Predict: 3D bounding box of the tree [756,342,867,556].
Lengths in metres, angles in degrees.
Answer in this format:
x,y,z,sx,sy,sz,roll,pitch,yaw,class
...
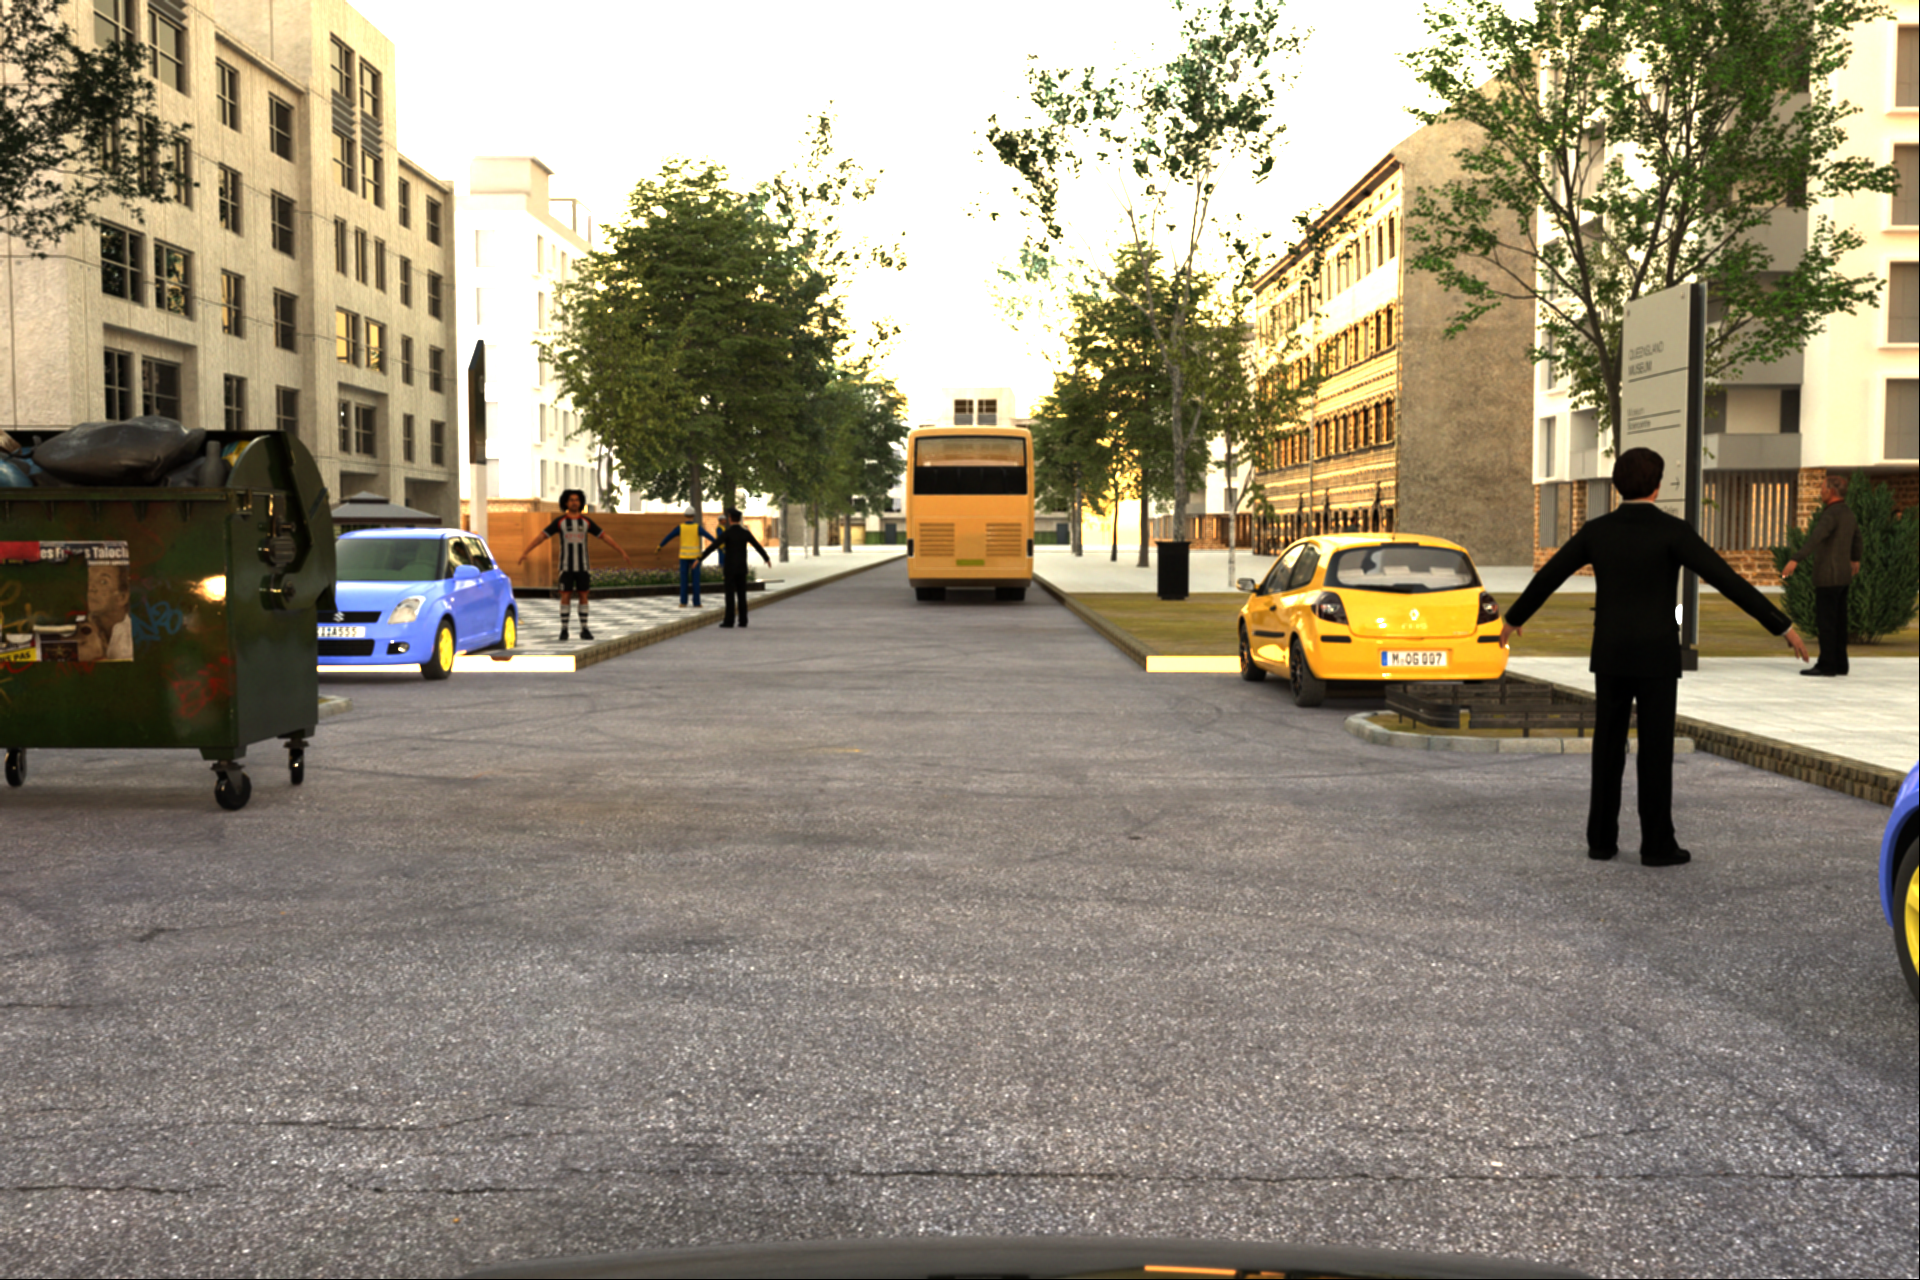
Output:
x,y,z,sx,sy,sz,roll,pitch,yaw,class
-8.852,-11.237,101.859,7.486,12.596,7.792,0,3,0,tree

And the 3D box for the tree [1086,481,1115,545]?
x,y,z,sx,sy,sz,roll,pitch,yaw,class
17.662,-15.888,210.124,4.360,8.622,3.978,0,3,0,tree

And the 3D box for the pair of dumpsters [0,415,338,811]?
x,y,z,sx,sy,sz,roll,pitch,yaw,class
-5.802,-0.268,9.325,4.436,2.255,1.574,0,4,0,pair of dumpsters

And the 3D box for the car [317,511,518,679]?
x,y,z,sx,sy,sz,roll,pitch,yaw,class
-5.891,-0.526,18.190,1.945,1.707,3.694,0,4,0,car

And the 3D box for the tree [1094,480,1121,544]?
x,y,z,sx,sy,sz,roll,pitch,yaw,class
18.792,-16.144,214.315,4.360,8.622,3.978,0,3,0,tree

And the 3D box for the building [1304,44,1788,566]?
x,y,z,sx,sy,sz,roll,pitch,yaw,class
26.715,-15.061,77.169,19.493,23.208,18.063,0,4,1,building

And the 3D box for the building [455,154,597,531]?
x,y,z,sx,sy,sz,roll,pitch,yaw,class
-26.092,-14.148,87.732,16.016,20.090,11.380,0,4,-1,building

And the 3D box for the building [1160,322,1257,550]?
x,y,z,sx,sy,sz,roll,pitch,yaw,class
23.115,-18.251,154.828,16.016,20.090,11.380,0,3,0,building

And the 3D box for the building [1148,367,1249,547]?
x,y,z,sx,sy,sz,roll,pitch,yaw,class
24.863,-19.917,182.061,16.016,20.090,11.380,0,4,1,building

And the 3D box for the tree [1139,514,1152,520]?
x,y,z,sx,sy,sz,roll,pitch,yaw,class
25.685,-18.058,213.382,7.486,12.596,7.792,0,3,0,tree

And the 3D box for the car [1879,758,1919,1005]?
x,y,z,sx,sy,sz,roll,pitch,yaw,class
3.650,0.350,3.875,1.945,1.707,3.694,0,4,1,car

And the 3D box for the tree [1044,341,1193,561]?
x,y,z,sx,sy,sz,roll,pitch,yaw,class
7.647,-9.032,82.088,7.601,10.594,8.767,-1,4,-10,tree

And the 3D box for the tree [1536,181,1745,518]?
x,y,z,sx,sy,sz,roll,pitch,yaw,class
14.106,-5.235,35.958,4.737,8.622,4.395,0,3,0,tree

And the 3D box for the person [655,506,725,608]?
x,y,z,sx,sy,sz,roll,pitch,yaw,class
-4.722,-1.459,30.312,1.216,1.772,0.721,0,4,-5,person

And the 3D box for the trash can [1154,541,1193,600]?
x,y,z,sx,sy,sz,roll,pitch,yaw,class
4.148,-1.348,33.690,0.748,1.137,0.748,0,3,0,trash can

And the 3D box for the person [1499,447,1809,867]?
x,y,z,sx,sy,sz,roll,pitch,yaw,class
2.972,0.065,7.588,1.347,1.806,0.705,3,5,42,person

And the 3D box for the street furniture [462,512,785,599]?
x,y,z,sx,sy,sz,roll,pitch,yaw,class
-7.497,-1.907,38.041,9.812,1.723,11.010,2,4,28,street furniture

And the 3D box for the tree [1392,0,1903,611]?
x,y,z,sx,sy,sz,roll,pitch,yaw,class
11.050,-6.279,28.419,9.928,11.665,9.643,0,3,0,tree

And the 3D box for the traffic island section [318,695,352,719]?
x,y,z,sx,sy,sz,roll,pitch,yaw,class
-5.954,0.564,13.653,1.991,0.108,1.994,0,4,1,traffic island section

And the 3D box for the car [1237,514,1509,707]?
x,y,z,sx,sy,sz,roll,pitch,yaw,class
3.618,-0.339,15.764,2.015,1.641,3.980,0,4,0,car

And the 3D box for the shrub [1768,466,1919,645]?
x,y,z,sx,sy,sz,roll,pitch,yaw,class
10.407,-0.991,20.239,1.661,2.075,1.752,0,3,0,shrub

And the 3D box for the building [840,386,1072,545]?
x,y,z,sx,sy,sz,roll,pitch,yaw,class
-1.759,-21.138,214.525,31.486,18.905,16.747,0,4,4,building

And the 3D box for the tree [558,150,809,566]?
x,y,z,sx,sy,sz,roll,pitch,yaw,class
-8.401,-8.196,52.124,7.486,12.596,7.792,0,3,0,tree

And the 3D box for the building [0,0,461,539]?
x,y,z,sx,sy,sz,roll,pitch,yaw,class
-28.604,-11.497,54.441,16.747,18.905,31.486,0,4,0,building

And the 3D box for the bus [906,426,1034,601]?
x,y,z,sx,sy,sz,roll,pitch,yaw,class
0.251,-2.971,40.124,2.896,3.916,12.252,0,4,0,bus

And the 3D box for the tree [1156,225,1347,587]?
x,y,z,sx,sy,sz,roll,pitch,yaw,class
6.826,-5.593,41.801,4.737,8.622,4.395,0,3,0,tree

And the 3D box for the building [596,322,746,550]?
x,y,z,sx,sy,sz,roll,pitch,yaw,class
-24.555,-17.639,144.818,16.016,20.090,11.380,0,4,0,building

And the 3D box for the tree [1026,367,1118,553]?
x,y,z,sx,sy,sz,roll,pitch,yaw,class
7.494,-12.212,117.801,7.486,12.596,7.792,0,3,0,tree

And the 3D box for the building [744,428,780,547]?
x,y,z,sx,sy,sz,roll,pitch,yaw,class
-23.740,-19.025,167.474,16.016,20.090,11.380,0,4,1,building

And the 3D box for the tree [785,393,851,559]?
x,y,z,sx,sy,sz,roll,pitch,yaw,class
-7.702,-8.481,89.030,4.737,8.622,4.395,0,3,0,tree

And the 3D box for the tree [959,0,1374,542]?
x,y,z,sx,sy,sz,roll,pitch,yaw,class
6.287,-12.129,54.195,12.611,20.169,13.585,0,3,0,tree

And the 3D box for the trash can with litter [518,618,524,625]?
x,y,z,sx,sy,sz,roll,pitch,yaw,class
-6.428,-0.733,23.365,1.055,1.170,0.624,0,4,0,trash can with litter

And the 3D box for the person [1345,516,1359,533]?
x,y,z,sx,sy,sz,roll,pitch,yaw,class
11.520,-2.716,50.681,0.705,1.796,1.348,-1,4,-20,person

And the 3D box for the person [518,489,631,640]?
x,y,z,sx,sy,sz,roll,pitch,yaw,class
-4.692,-0.913,21.074,1.345,1.843,0.704,-1,4,-21,person

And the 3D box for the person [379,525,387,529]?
x,y,z,sx,sy,sz,roll,pitch,yaw,class
-17.442,-2.857,52.565,0.705,1.847,1.347,-2,4,-23,person

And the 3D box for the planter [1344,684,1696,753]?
x,y,z,sx,sy,sz,roll,pitch,yaw,class
3.811,0.540,12.313,1.991,0.319,1.994,0,4,-1,planter

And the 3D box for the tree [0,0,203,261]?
x,y,z,sx,sy,sz,roll,pitch,yaw,class
-11.772,-5.013,16.374,8.767,10.594,7.601,-2,4,-34,tree

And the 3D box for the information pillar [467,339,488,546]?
x,y,z,sx,sy,sz,roll,pitch,yaw,class
-5.741,-1.792,20.652,0.183,3.616,0.504,0,4,0,information pillar

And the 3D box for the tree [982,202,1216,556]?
x,y,z,sx,sy,sz,roll,pitch,yaw,class
8.104,-14.840,98.518,12.611,20.169,13.585,0,3,0,tree

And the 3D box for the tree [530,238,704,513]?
x,y,z,sx,sy,sz,roll,pitch,yaw,class
-8.787,-5.740,44.203,4.737,8.622,4.395,0,3,0,tree

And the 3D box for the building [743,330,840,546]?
x,y,z,sx,sy,sz,roll,pitch,yaw,class
-23.087,-21.957,189.928,19.493,23.208,18.063,0,4,0,building

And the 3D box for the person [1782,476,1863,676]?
x,y,z,sx,sy,sz,roll,pitch,yaw,class
7.891,-0.584,15.725,1.348,1.807,0.705,-3,4,-39,person

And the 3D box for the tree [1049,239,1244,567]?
x,y,z,sx,sy,sz,roll,pitch,yaw,class
7.196,-9.141,67.586,7.486,12.596,7.792,0,3,0,tree

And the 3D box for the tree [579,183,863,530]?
x,y,z,sx,sy,sz,roll,pitch,yaw,class
-8.426,-9.517,62.259,9.857,13.997,8.962,0,3,0,tree

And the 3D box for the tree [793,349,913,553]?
x,y,z,sx,sy,sz,roll,pitch,yaw,class
-7.869,-12.958,118.522,9.857,13.997,8.962,0,3,0,tree

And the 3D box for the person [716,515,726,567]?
x,y,z,sx,sy,sz,roll,pitch,yaw,class
-6.783,-2.670,49.623,0.705,1.833,1.349,0,4,1,person

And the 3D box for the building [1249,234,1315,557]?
x,y,z,sx,sy,sz,roll,pitch,yaw,class
27.232,-16.248,96.590,19.493,23.208,18.063,0,3,0,building

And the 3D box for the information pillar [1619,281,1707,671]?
x,y,z,sx,sy,sz,roll,pitch,yaw,class
6.849,-1.569,16.977,0.184,3.620,1.656,0,4,0,information pillar

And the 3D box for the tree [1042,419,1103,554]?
x,y,z,sx,sy,sz,roll,pitch,yaw,class
7.130,-9.803,110.643,4.360,8.622,3.978,0,3,0,tree

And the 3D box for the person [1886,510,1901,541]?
x,y,z,sx,sy,sz,roll,pitch,yaw,class
20.968,-1.997,38.792,1.346,1.812,0.704,-3,5,-44,person

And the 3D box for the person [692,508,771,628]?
x,y,z,sx,sy,sz,roll,pitch,yaw,class
-3.470,-1.116,26.639,1.347,1.837,0.705,-2,4,-35,person

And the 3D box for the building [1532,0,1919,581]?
x,y,z,sx,sy,sz,roll,pitch,yaw,class
24.040,-12.153,55.116,16.016,20.090,11.380,0,4,1,building

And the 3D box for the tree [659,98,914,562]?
x,y,z,sx,sy,sz,roll,pitch,yaw,class
-7.797,-13.526,77.046,12.611,20.169,13.585,0,3,0,tree
